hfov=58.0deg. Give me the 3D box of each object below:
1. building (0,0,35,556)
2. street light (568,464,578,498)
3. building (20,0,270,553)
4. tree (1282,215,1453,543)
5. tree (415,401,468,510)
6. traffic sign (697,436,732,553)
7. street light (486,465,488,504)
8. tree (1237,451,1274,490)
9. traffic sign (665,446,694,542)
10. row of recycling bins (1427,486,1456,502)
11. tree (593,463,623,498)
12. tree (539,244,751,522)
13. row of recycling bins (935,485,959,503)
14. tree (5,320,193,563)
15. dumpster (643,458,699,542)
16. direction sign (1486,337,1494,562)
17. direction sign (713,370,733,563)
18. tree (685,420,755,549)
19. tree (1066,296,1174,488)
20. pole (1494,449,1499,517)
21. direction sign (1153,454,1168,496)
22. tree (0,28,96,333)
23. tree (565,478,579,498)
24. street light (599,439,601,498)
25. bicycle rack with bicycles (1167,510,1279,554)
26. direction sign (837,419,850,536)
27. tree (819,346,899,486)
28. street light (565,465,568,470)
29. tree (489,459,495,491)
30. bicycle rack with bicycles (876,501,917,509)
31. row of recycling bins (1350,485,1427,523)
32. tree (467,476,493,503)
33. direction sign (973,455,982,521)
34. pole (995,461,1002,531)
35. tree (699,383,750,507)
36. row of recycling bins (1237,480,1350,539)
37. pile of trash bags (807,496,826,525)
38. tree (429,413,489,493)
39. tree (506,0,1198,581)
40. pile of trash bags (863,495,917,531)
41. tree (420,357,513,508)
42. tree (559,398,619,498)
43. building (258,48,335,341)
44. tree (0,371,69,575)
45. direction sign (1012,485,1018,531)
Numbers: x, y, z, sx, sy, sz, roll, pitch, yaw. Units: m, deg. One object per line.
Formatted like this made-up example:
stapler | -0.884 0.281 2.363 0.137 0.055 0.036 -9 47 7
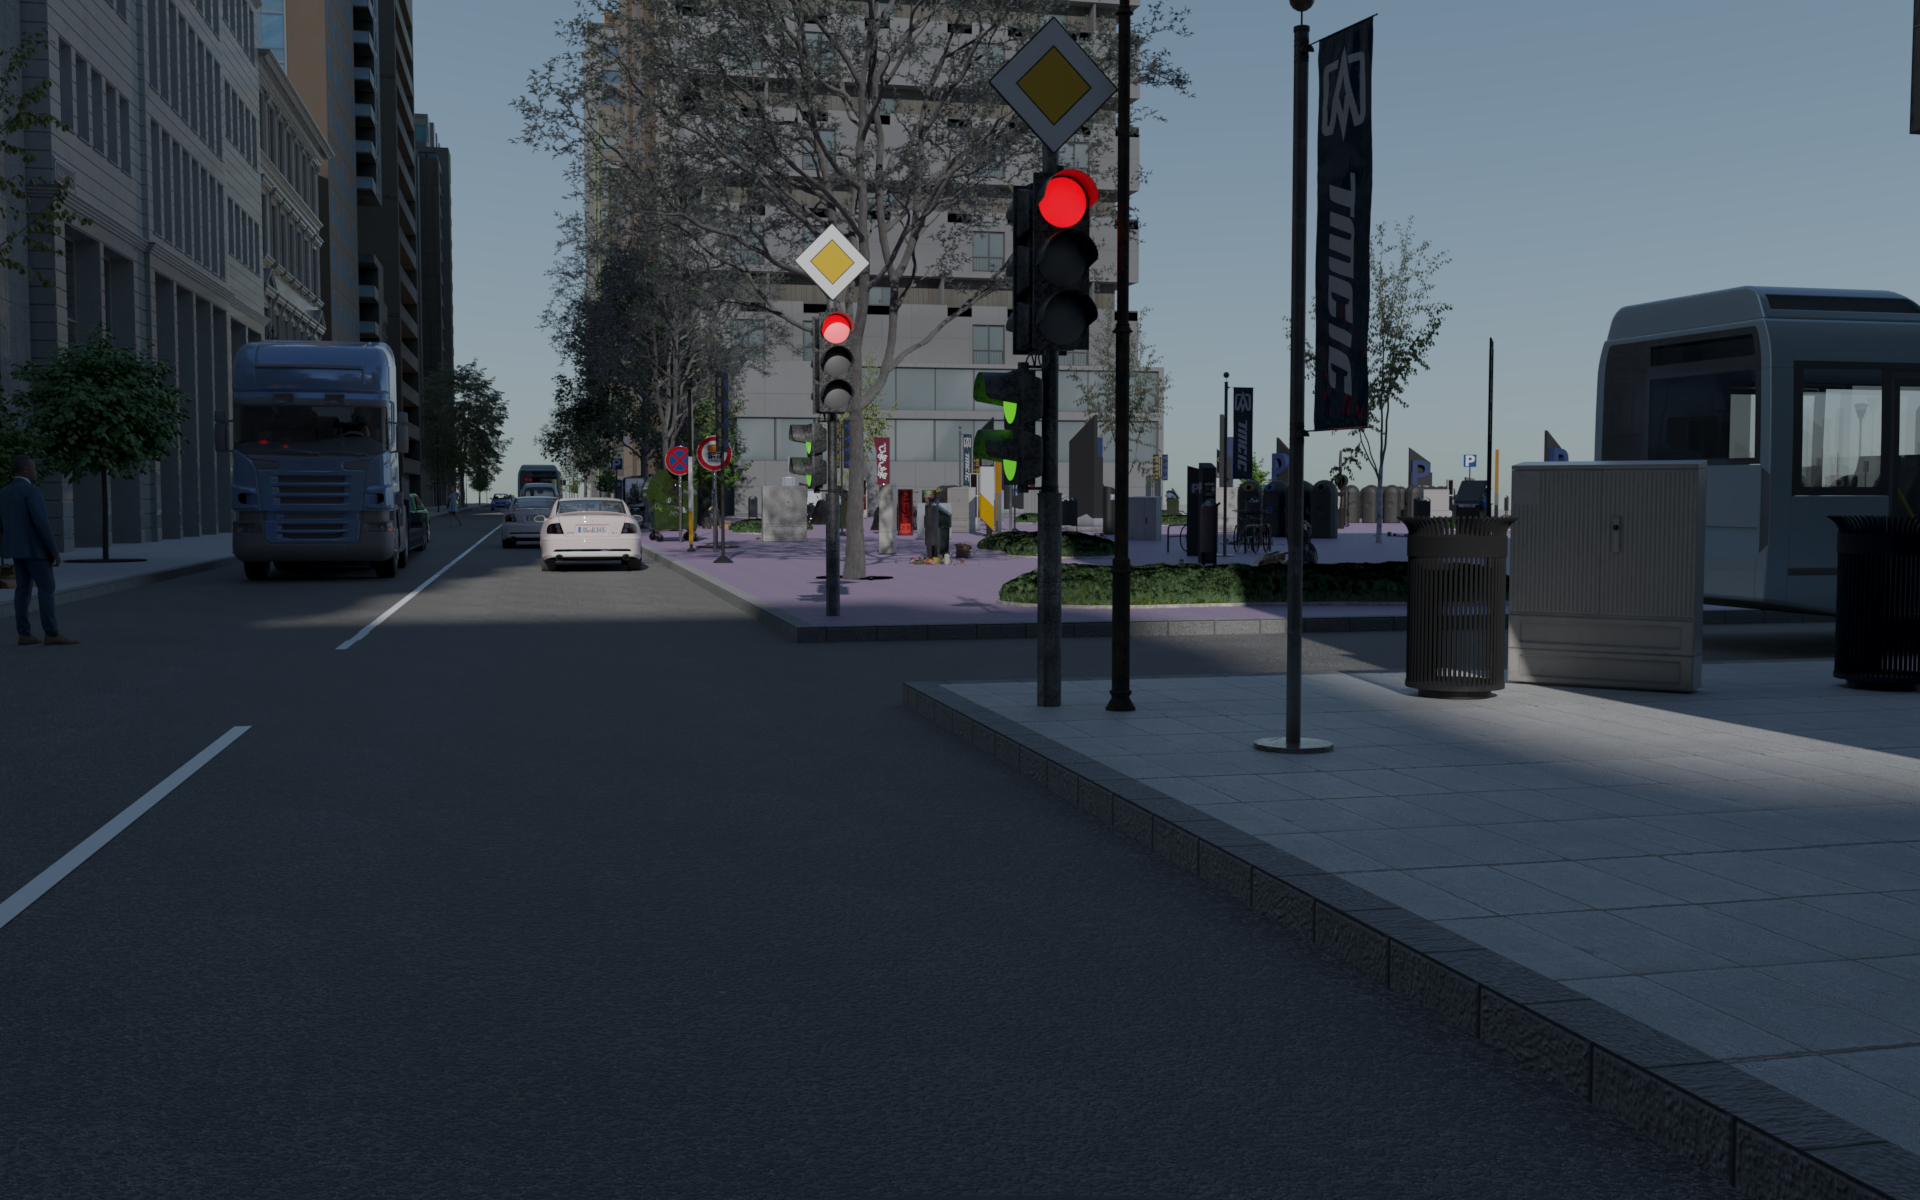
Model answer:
building | -23.474 -12.701 25.687 12.078 24.808 19.932 -1 4 -14
street light | -40.751 -12.841 182.744 0.468 5.910 1.993 -1 4 -14
building | -28.236 -16.662 49.924 11.434 29.767 29.804 -1 4 -14
tree | 10.930 -5.836 45.788 4.360 8.622 3.978 0 3 0
tree | -40.847 -11.438 137.378 4.360 8.622 3.978 0 3 0
traffic sign | -5.370 -2.312 37.903 0.768 2.556 0.104 -1 4 -13
street light | -64.333 -16.061 235.378 0.468 5.910 1.993 -1 4 -14
tree | 13.200 -5.090 77.820 1.663 3.219 1.824 0 3 0
traffic sign | -7.428 -2.805 45.975 0.768 2.556 0.104 0 4 -5
row of recycling bins | 24.306 -4.979 88.523 1.069 1.692 3.534 3 5 43
tree | -19.407 -6.207 96.091 1.663 3.219 1.824 0 3 0
tree | -14.237 -9.872 78.422 9.611 12.733 9.660 0 3 0
row of recycling bins | -0.490 -4.499 80.667 1.069 1.692 3.534 -1 4 -10
tree | -16.303 -2.998 32.729 4.285 4.588 4.351 0 3 0
dumpster | -7.815 -2.728 47.104 1.502 2.255 1.985 -1 4 -13
direction sign | 7.797 -2.049 25.506 0.379 3.537 0.876 1 4 19
direction sign | -4.417 -2.459 32.200 0.379 3.537 0.876 0 4 6
tree | -5.675 -2.855 41.280 1.663 3.219 1.824 0 3 0
tree | 5.984 -6.947 63.944 4.360 8.622 3.978 0 3 0
pole | 24.533 -5.218 79.161 0.158 3.312 0.155 0 3 0
direction sign | 11.412 -6.526 98.701 0.876 3.537 0.379 0 4 -6
tree | -12.507 -4.253 19.897 4.737 8.622 4.395 0 3 0
tree | -43.149 -12.188 193.872 1.663 3.219 1.824 0 3 0
street light | -21.168 -7.887 101.746 0.468 5.910 1.993 -1 4 -14
bicycle rack with bicycles | 5.957 -1.538 38.534 2.852 0.926 2.925 2 4 29
direction sign | -3.595 -3.710 52.656 0.379 3.537 0.876 3 5 41
tree | -4.966 -8.338 86.696 4.737 8.622 4.395 0 3 0
street light | -48.393 -14.782 214.475 0.468 5.910 1.993 -1 4 -14
tree | -59.056 -16.056 212.878 4.737 8.622 4.395 0 3 0
bicycle rack with bicycles | -3.301 -4.765 91.290 2.925 0.926 2.852 -3 5 -43
row of recycling bins | 18.627 -4.238 76.400 3.534 1.692 1.069 1 4 18
tree | -67.369 -15.879 243.328 4.285 4.588 4.351 0 3 0
direction sign | 1.030 -5.546 82.679 0.876 3.537 0.379 1 4 22
pole | 1.276 -3.906 57.710 0.158 3.312 0.155 0 3 0
tree | -12.747 -8.379 87.365 4.360 8.622 3.978 0 3 0
row of recycling bins | 9.676 -2.699 51.244 1.069 1.692 3.534 -3 5 -42
pile of trash bags | -6.234 -3.870 73.032 3.447 1.369 1.912 -2 4 -24
tree | -44.011 -12.273 151.018 4.737 8.622 4.395 0 3 0
tree | -1.475 -7.062 25.830 12.009 13.543 11.850 0 3 0
pile of trash bags | -2.457 -3.134 60.991 3.447 1.369 1.912 -3 4 -38
tree | -46.332 -15.521 160.420 9.857 13.997 8.962 0 3 0
tree | -26.921 -10.739 125.938 4.360 8.622 3.978 0 3 0
building | -34.209 -14.600 74.864 11.583 22.565 21.152 -1 4 -14
tree | -15.042 -1.989 27.116 1.663 3.219 1.824 0 3 0
direction sign | 1.859 -4.082 58.734 0.379 3.537 0.876 -2 4 -24
